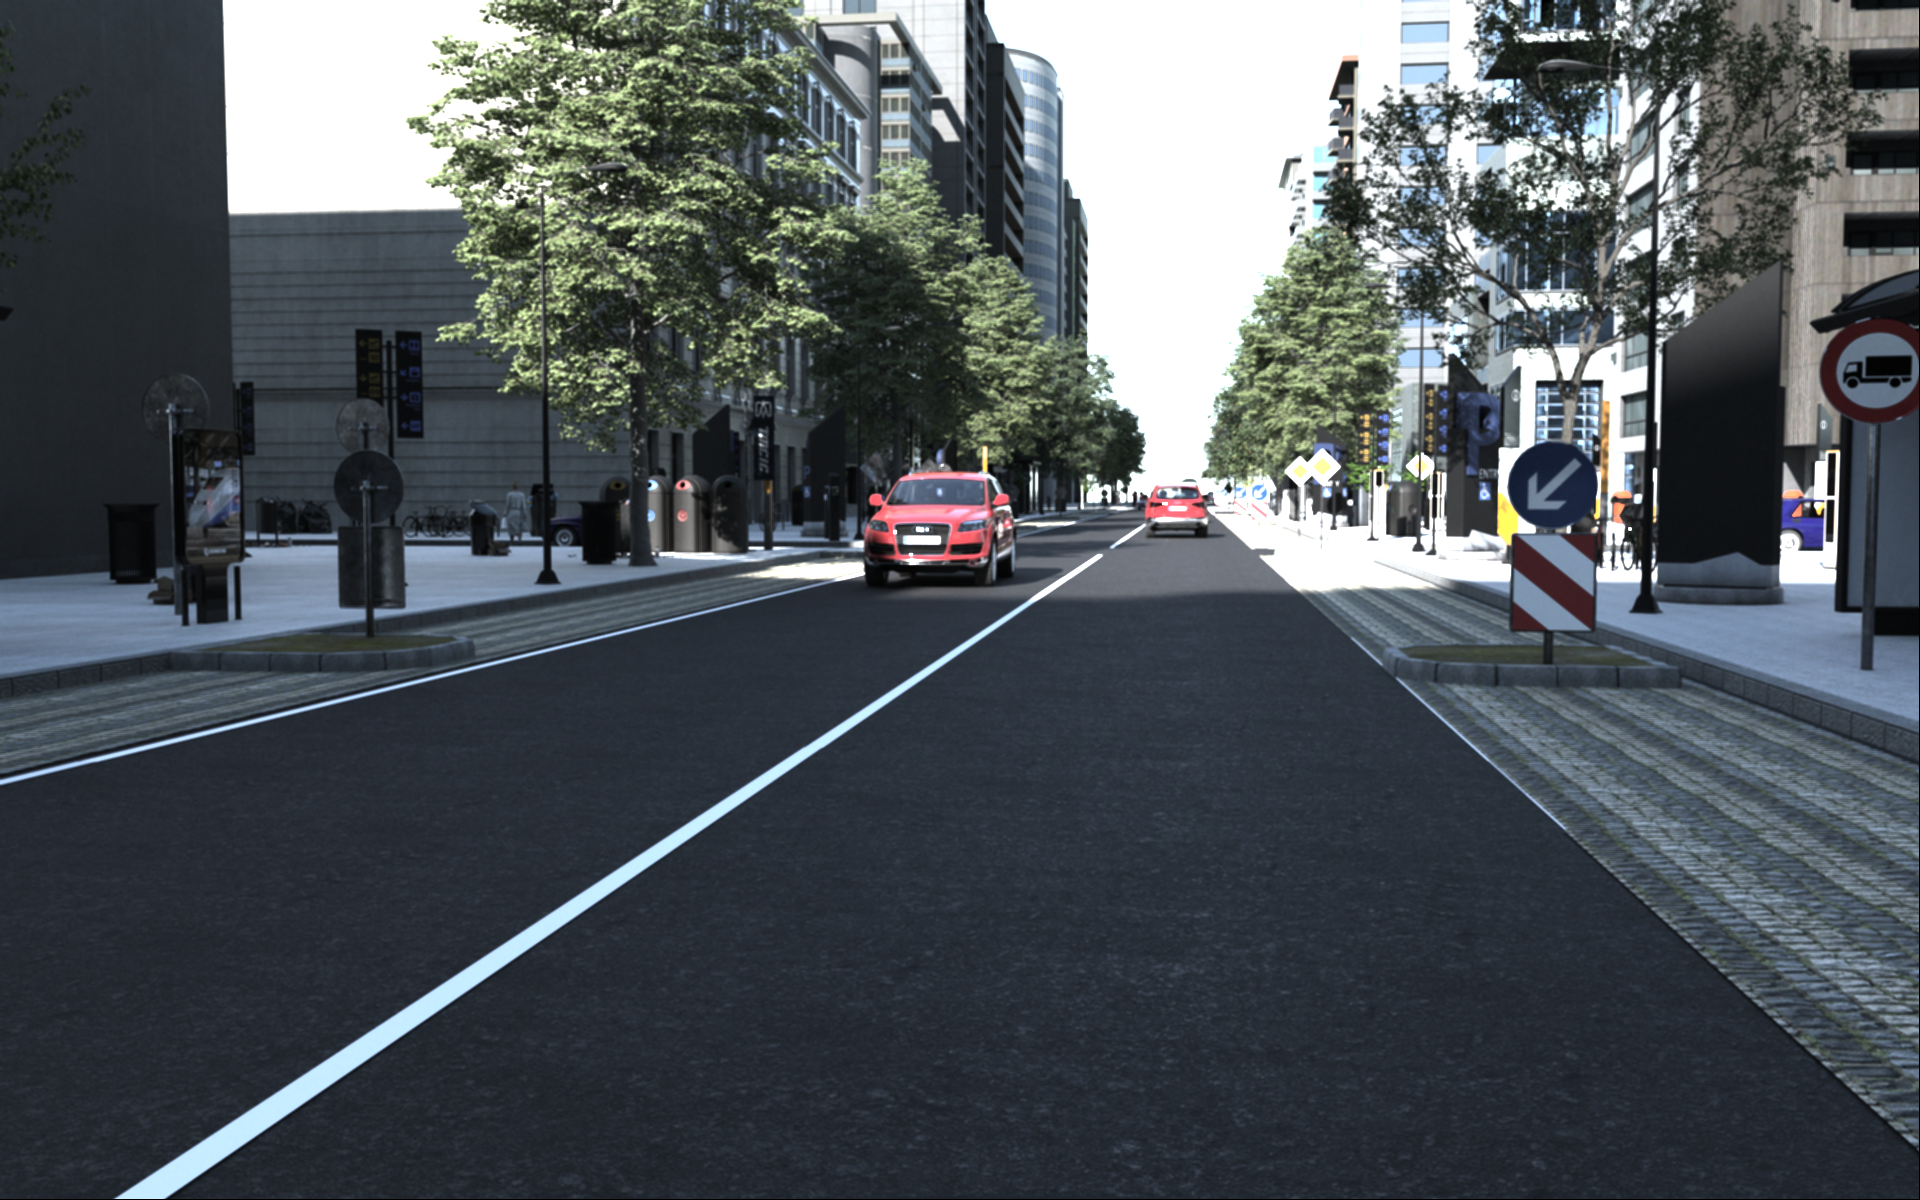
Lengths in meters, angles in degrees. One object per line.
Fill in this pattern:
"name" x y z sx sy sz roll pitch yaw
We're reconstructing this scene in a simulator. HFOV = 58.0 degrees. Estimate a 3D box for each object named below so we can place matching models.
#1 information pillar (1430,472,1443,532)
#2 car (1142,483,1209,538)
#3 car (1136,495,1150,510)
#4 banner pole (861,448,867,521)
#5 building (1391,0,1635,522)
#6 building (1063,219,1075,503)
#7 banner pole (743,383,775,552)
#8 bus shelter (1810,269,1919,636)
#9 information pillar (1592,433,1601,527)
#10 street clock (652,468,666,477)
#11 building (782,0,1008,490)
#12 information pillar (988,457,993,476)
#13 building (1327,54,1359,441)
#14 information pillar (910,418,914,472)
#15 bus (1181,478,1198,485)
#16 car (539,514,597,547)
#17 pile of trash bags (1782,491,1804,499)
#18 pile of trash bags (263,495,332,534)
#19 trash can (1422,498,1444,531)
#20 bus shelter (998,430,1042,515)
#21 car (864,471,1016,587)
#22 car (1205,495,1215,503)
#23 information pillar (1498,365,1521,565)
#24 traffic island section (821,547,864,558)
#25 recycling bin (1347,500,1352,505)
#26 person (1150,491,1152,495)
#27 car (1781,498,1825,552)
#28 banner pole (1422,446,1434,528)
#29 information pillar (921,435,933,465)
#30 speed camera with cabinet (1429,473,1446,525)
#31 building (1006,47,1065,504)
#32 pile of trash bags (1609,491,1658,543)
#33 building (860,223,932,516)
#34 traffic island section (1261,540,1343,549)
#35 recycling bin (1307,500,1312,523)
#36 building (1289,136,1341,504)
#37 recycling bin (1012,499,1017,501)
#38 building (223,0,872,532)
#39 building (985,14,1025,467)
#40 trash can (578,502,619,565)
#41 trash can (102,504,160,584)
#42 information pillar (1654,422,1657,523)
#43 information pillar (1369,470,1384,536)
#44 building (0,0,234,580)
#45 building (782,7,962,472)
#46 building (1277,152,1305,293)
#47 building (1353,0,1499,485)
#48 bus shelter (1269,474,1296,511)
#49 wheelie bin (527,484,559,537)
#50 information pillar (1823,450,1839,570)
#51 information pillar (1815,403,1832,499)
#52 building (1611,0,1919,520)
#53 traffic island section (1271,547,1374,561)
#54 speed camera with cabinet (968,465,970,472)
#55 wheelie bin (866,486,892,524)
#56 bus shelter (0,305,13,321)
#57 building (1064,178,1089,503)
"information pillar" 16.089 -3.303 58.495 0.304 2.012 0.304 3 4 37
"car" 7.262 -3.038 58.339 2.281 1.827 5.304 0 4 6
"car" 17.195 -8.957 159.025 1.945 1.354 3.894 0 4 7
"banner pole" -4.559 -5.661 82.580 0.401 3.779 0.863 1 4 14
"building" 36.565 -47.635 91.498 22.319 86.520 31.000 0 4 8
"building" 9.151 -34.705 251.013 14.154 41.232 14.086 0 4 8
"banner pole" -4.544 -2.981 38.751 0.863 3.779 0.401 0 4 -2
"bus shelter" 8.450 -1.175 13.130 2.014 3.302 5.546 0 4 8
"information pillar" 24.594 -4.614 66.801 0.504 3.616 0.183 0 4 -8
"street clock" -8.333 -2.655 47.984 0.358 2.002 0.471 -2 4 -33
"building" -6.154 -44.054 158.538 20.563 71.187 20.611 0 4 8
"information pillar" 1.636 -6.439 96.632 0.504 3.616 0.183 0 4 6
"building" 47.689 -31.567 170.739 22.147 44.769 28.867 0 4 8
"information pillar" -1.496 -3.820 53.806 0.183 3.616 0.504 0 4 3
"bus" 35.050 -16.703 264.638 2.896 3.916 12.252 0 4 8
"car" -8.893 -1.996 45.212 3.894 1.354 1.945 0 4 7
"pile of trash bags" 23.204 -2.252 46.566 3.447 1.369 1.912 -2 4 -34
"pile of trash bags" -22.179 -2.830 56.028 3.447 1.369 1.912 -2 4 -26
"trash can" 16.653 -3.021 61.045 0.748 1.137 0.748 0 3 0
"bus shelter" 3.613 -7.953 107.662 2.179 5.291 8.768 0 4 7
"car" -0.249 -1.216 28.553 2.281 1.827 5.304 0 4 7
"car" 38.875 -15.922 270.110 2.009 1.686 4.222 0 4 7
"information pillar" 9.979 -2.451 31.425 0.504 3.616 0.183 -2 4 -35
"traffic island section" -1.942 -1.077 39.886 2.009 0.180 2.903 0 4 8
"recycling bin" 17.425 -3.865 75.755 0.722 1.027 0.722 -1 4 -17
"person" 29.873 -16.041 270.398 0.705 1.869 1.348 2 4 24
"car" 20.731 -1.738 41.003 3.894 1.354 1.945 1 4 8
"banner pole" 17.659 -4.581 64.917 0.401 3.779 0.863 -1 4 -13
"information pillar" -1.277 -4.562 65.942 0.504 3.616 0.183 0 4 -6
"speed camera with cabinet" 20.045 -4.782 72.527 0.660 3.252 2.038 1 4 20
"building" 2.188 -42.006 228.790 21.231 58.520 28.212 0 4 8
"pile of trash bags" 18.456 -2.231 46.226 1.912 1.369 3.447 -1 4 -13
"building" -8.049 -15.021 110.214 10.561 19.102 19.286 0 4 8
"traffic island section" 9.117 -1.479 46.466 2.009 0.180 2.903 0 4 8
"recycling bin" 15.757 -3.905 76.395 0.722 1.027 0.722 2 4 34
"building" 55.701 -37.436 231.692 23.786 49.044 30.456 0 4 8
"recycling bin" 2.704 -5.072 95.482 0.722 1.027 0.722 -1 4 -13
"building" -15.939 -18.505 78.964 17.030 29.872 44.131 0 4 8
"building" -4.895 -34.087 181.019 21.300 48.544 21.600 0 4 8
"trash can" -6.611 -1.227 31.722 0.748 1.137 0.748 0 3 0
"trash can" -11.875 -0.807 24.852 0.748 1.137 0.748 0 3 0
"information pillar" 22.532 -3.983 56.473 0.183 3.616 0.504 -1 4 -11
"information pillar" 12.689 -2.953 52.780 0.304 2.012 0.304 -1 4 -15
"building" -26.006 -14.322 27.673 24.014 27.812 14.314 0 4 8
"building" -15.258 -27.260 137.577 32.217 40.220 23.993 0 4 8
"building" 62.749 -41.089 261.037 28.713 52.752 27.495 0 4 8
"building" 43.322 -36.690 141.878 21.231 58.520 28.212 0 4 8
"bus shelter" 21.878 -7.558 117.497 2.014 3.302 5.546 0 4 8
"wheelie bin" -12.556 -2.717 52.330 0.980 1.594 0.693 -3 4 -36
"information pillar" 14.873 -1.519 29.330 0.304 2.012 0.304 -1 4 -9
"information pillar" 22.237 -3.259 44.635 0.504 3.616 0.183 -2 4 -26
"building" 31.582 -17.627 59.899 14.107 30.474 14.160 0 4 8
"traffic island section" 8.061 -0.995 38.551 2.009 0.180 2.903 0 4 8
"speed camera with cabinet" 0.203 -7.585 118.357 0.660 3.252 2.038 -1 4 -20
"wheelie bin" -3.401 -3.838 70.665 0.980 1.594 0.693 2 4 24
"bus shelter" -9.405 -1.117 12.188 2.014 3.302 5.546 0 4 7
"building" 8.633 -39.473 269.086 21.300 48.544 21.600 0 4 8
